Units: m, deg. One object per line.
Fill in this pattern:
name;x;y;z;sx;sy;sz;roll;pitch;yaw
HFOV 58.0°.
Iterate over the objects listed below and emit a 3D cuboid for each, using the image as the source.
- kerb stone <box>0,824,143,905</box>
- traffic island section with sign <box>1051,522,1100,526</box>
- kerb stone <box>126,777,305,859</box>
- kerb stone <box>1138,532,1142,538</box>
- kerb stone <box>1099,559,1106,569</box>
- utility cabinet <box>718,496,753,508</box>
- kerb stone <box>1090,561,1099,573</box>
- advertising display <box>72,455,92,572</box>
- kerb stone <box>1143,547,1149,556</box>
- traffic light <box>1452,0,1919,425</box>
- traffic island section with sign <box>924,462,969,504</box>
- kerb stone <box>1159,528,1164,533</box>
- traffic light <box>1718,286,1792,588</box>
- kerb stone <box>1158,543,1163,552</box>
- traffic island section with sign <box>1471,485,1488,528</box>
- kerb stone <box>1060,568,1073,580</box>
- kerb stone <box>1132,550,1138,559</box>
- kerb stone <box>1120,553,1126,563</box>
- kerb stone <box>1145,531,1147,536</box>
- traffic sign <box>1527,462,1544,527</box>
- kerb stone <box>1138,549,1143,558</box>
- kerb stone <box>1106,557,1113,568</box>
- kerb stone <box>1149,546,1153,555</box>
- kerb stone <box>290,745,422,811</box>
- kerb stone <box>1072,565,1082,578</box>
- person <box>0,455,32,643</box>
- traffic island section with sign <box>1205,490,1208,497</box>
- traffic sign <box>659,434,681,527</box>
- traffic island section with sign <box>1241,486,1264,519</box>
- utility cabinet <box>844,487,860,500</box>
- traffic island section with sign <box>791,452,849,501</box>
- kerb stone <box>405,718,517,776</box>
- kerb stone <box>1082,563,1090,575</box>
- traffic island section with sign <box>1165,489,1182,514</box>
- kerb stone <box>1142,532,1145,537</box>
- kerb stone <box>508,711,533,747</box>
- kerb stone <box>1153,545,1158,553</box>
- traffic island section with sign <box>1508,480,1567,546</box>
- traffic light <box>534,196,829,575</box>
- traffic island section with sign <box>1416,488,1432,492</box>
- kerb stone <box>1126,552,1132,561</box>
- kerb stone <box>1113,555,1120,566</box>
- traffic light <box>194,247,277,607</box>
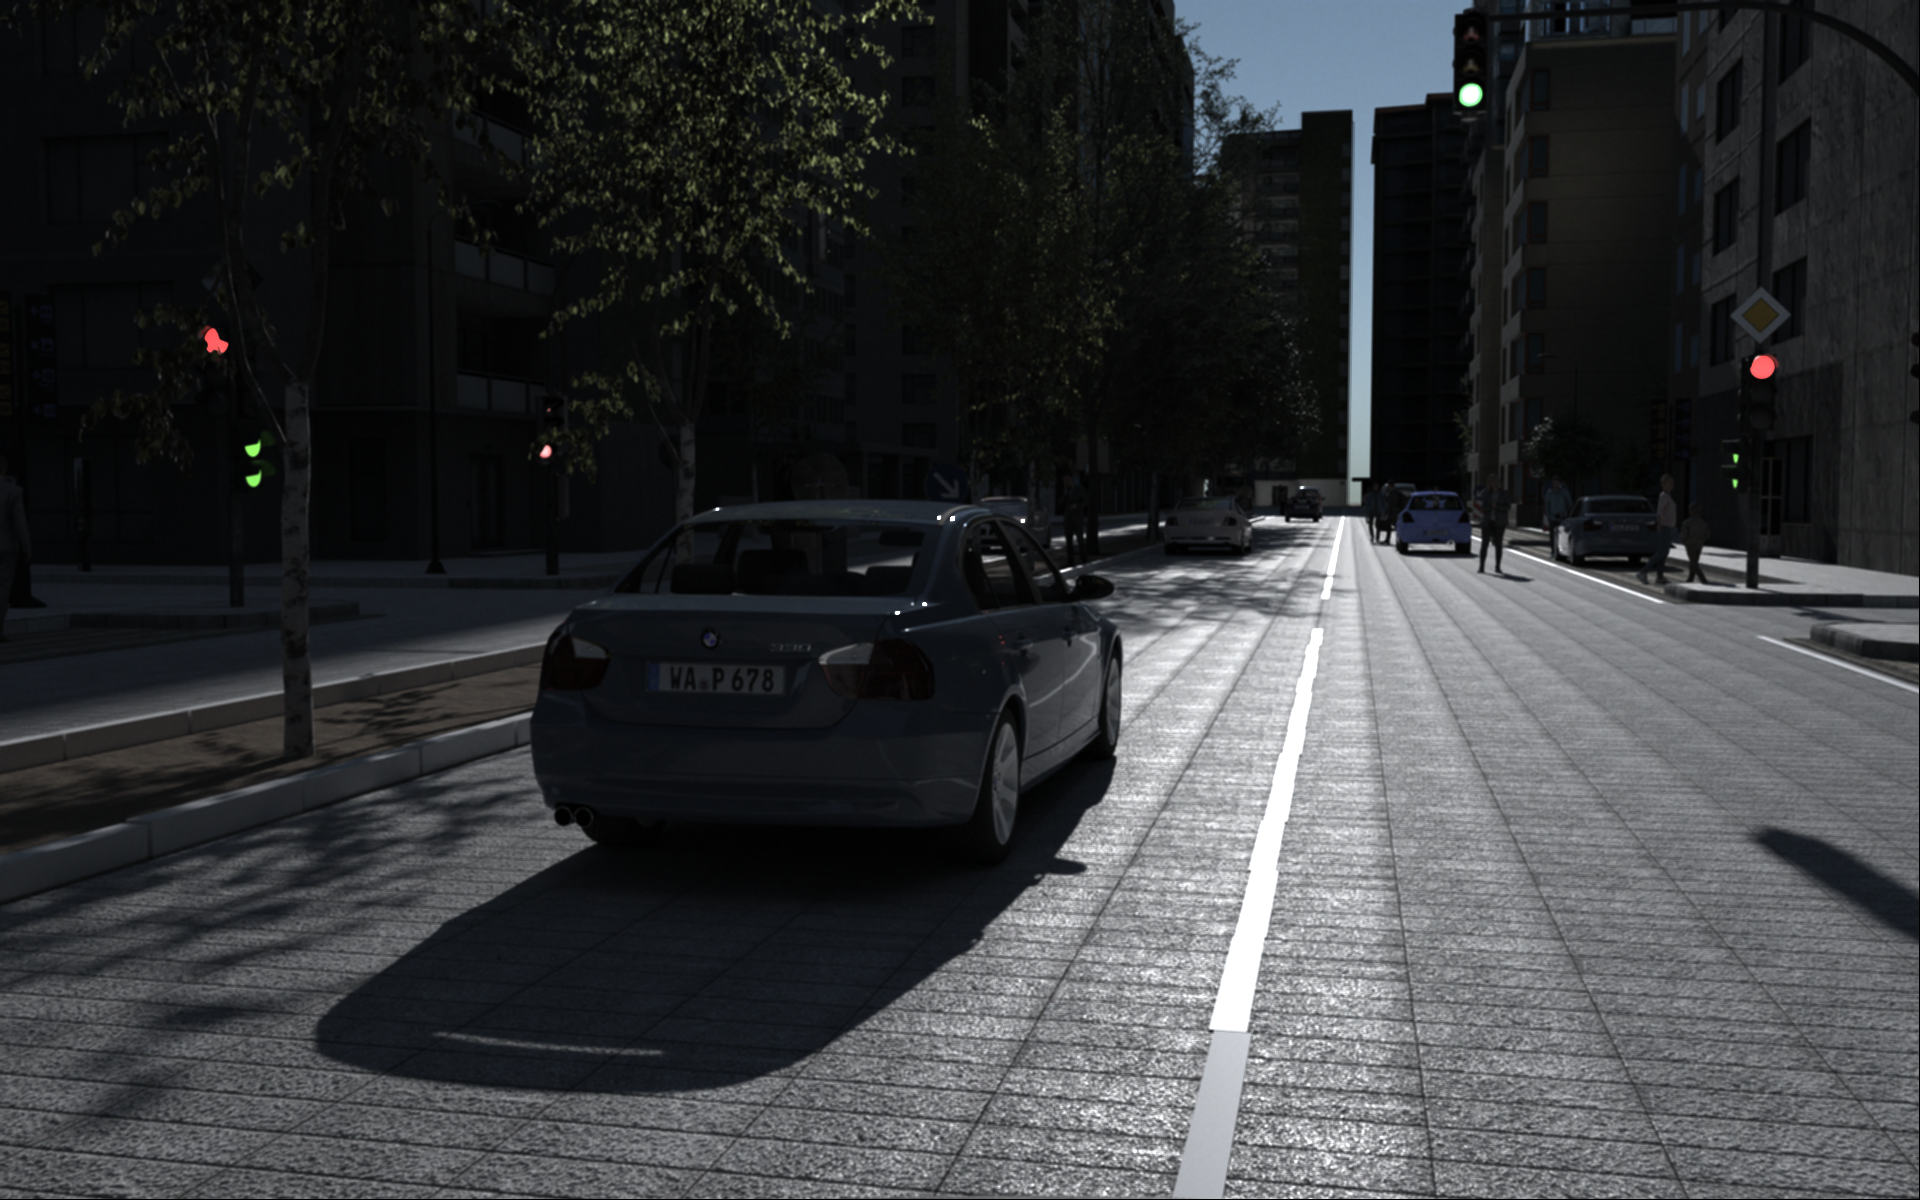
kerb stone;-3.347;0.983;6.307;0.120;0.150;1.000;1;4;13
traffic island section with sign;5.275;-4.270;78.448;1.989;1.847;2.006;1;4;13
kerb stone;-3.120;0.911;7.302;0.120;0.150;1.000;1;4;13
kerb stone;5.709;-2.087;56.324;0.120;0.150;1.000;1;4;13
kerb stone;2.592;-0.651;32.844;0.120;0.150;1.000;1;4;13
utility cabinet;-6.485;-2.386;50.168;1.020;1.237;0.306;-1;4;-22
kerb stone;2.372;-0.590;31.845;0.120;0.150;1.000;1;4;13
advertising display;-14.554;-1.438;28.731;0.123;1.923;0.974;-3;4;-36
kerb stone;4.169;-1.080;39.852;0.120;0.150;1.000;1;4;13
traffic light;6.980;-2.530;16.041;4.771;5.953;1.251;1;4;13
traffic island section with sign;-0.054;-1.075;25.705;2.006;1.907;1.989;1;4;13
kerb stone;7.721;-2.638;65.327;0.120;0.150;1.000;1;4;13
traffic light;10.787;-2.116;23.517;0.839;4.253;0.868;1;4;13
kerb stone;4.838;-1.263;42.852;0.120;0.150;1.000;1;4;13
traffic island section with sign;22.236;-4.028;74.483;1.989;1.847;2.006;1;4;13
kerb stone;1.697;-0.407;28.844;0.120;0.150;1.000;1;4;13
kerb stone;3.718;-0.958;37.858;0.120;0.150;1.000;1;4;13
kerb stone;3.271;-0.835;35.846;0.120;0.150;1.000;1;4;13
kerb stone;6.155;-2.209;58.321;0.120;0.150;1.000;1;4;13
traffic sign;22.231;-4.076;66.749;0.768;2.556;0.104;1;4;21
kerb stone;3.935;-1.019;38.857;0.120;0.150;1.000;1;4;13
kerb stone;2.823;-0.710;33.843;0.120;0.150;1.000;1;4;13
kerb stone;4.386;-1.136;40.852;0.120;0.150;1.000;1;4;13
kerb stone;-2.906;0.856;8.302;0.120;0.150;1.000;1;4;13
kerb stone;1.923;-0.468;29.846;0.120;0.150;1.000;1;4;13
person;-9.232;-0.485;16.548;0.709;1.813;0.853;-1;4;-14
traffic island section with sign;22.010;-8.838;153.124;1.989;1.847;2.006;1;4;13
traffic sign;-6.079;-2.251;36.917;0.768;2.556;0.104;1;4;16
traffic island section with sign;16.370;-5.559;99.033;2.006;1.907;1.989;1;4;13
utility cabinet;-3.219;-2.541;50.218;0.318;1.500;1.173;1;4;17
traffic island section with sign;-1.683;-0.633;18.478;2.006;1.907;1.989;1;4;13
kerb stone;-2.682;0.788;9.305;0.120;0.150;1.000;1;4;13
kerb stone;2.145;-0.529;30.848;0.120;0.150;1.000;1;4;13
traffic island section with sign;16.103;-7.225;126.758;1.989;1.847;2.006;1;4;13
kerb stone;5.926;-2.147;57.324;0.120;0.150;1.000;1;4;13
kerb stone;-2.451;0.727;10.303;0.120;0.150;1.000;1;4;13
kerb stone;4.612;-1.199;41.848;0.120;0.150;1.000;1;4;13
traffic island section with sign;16.335;-2.419;48.179;1.989;1.847;2.006;1;4;13
traffic light;-4.391;-3.196;26.927;4.771;5.953;1.251;1;4;13
traffic island section with sign;33.096;-6.990;122.920;1.989;1.847;2.006;1;4;13
kerb stone;3.487;-0.896;36.851;0.120;0.150;1.000;1;4;13
kerb stone;3.045;-0.773;34.841;0.120;0.150;1.000;1;4;13
traffic light;-8.198;-1.874;19.557;0.839;4.253;0.868;1;4;13
